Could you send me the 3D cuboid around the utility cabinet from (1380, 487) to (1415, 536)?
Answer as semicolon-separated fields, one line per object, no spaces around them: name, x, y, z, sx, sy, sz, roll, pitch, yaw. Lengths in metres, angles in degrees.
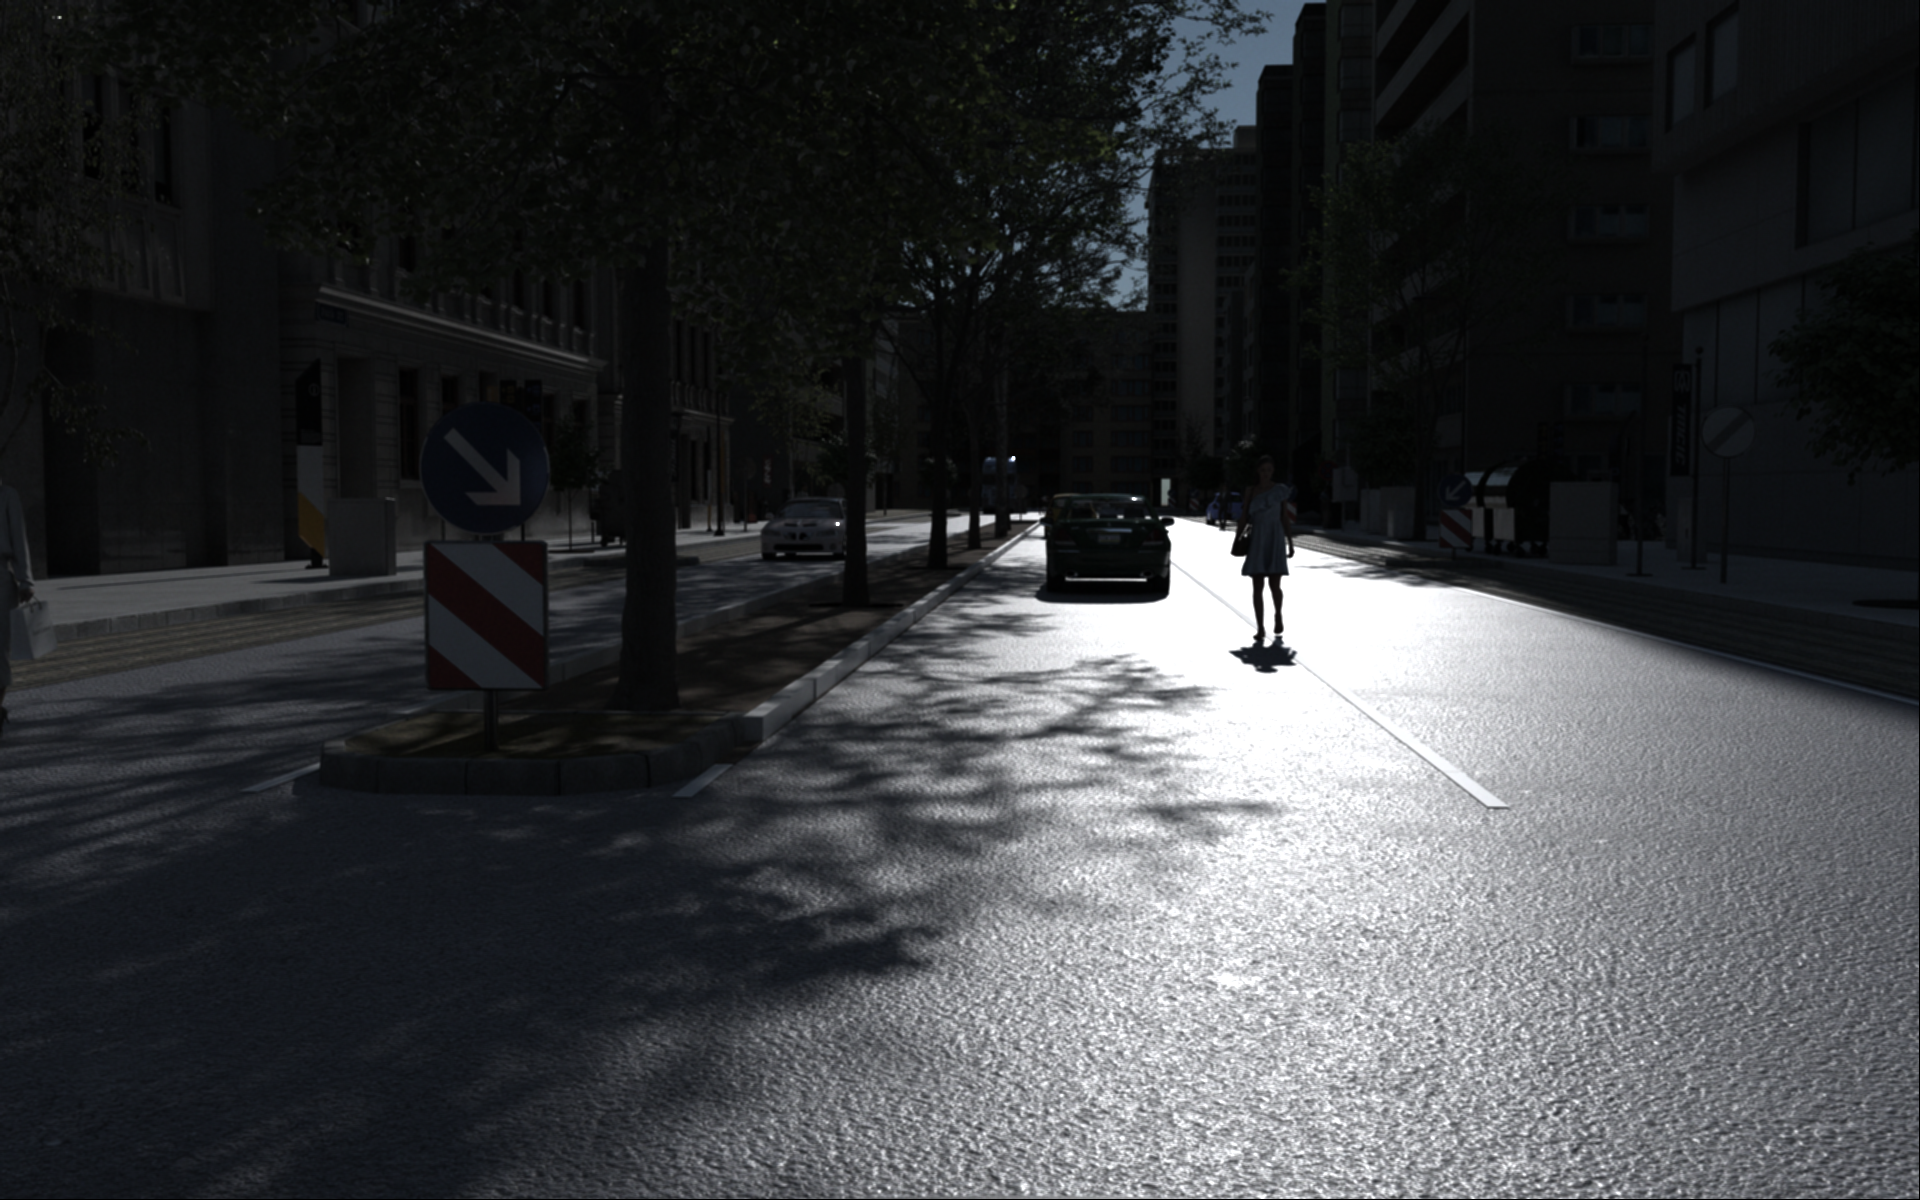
utility cabinet;13.372;-2.684;52.560;1.173;1.500;0.318;2;4;32

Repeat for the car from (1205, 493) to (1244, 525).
car;12.449;-4.364;80.936;1.945;1.707;3.694;0;4;3

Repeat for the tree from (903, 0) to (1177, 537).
tree;0.209;-12.182;57.529;12.611;20.169;13.585;0;3;0

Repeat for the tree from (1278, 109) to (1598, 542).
tree;12.640;-7.395;46.671;9.928;11.665;9.643;0;3;0

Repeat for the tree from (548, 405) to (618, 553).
tree;-8.558;-2.639;37.752;1.663;3.219;1.824;0;3;0

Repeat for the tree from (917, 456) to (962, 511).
tree;-1.467;-10.175;150.082;4.285;4.588;4.351;0;3;0

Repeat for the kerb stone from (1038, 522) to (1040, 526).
kerb stone;3.187;-3.102;72.917;0.120;0.150;1.000;0;4;4

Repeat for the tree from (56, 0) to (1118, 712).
tree;-2.151;-5.565;11.576;7.486;12.596;7.792;0;3;0

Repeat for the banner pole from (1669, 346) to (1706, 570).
banner pole;12.329;-2.407;29.375;0.863;3.779;0.401;-2;4;-27

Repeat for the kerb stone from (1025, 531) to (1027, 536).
kerb stone;2.043;-2.101;56.540;0.120;0.150;1.000;0;4;4

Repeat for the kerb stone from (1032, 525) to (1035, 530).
kerb stone;2.683;-2.664;65.760;0.120;0.150;1.000;0;4;4

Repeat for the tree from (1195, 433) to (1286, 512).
tree;15.619;-6.642;92.314;4.285;4.588;4.351;0;3;0

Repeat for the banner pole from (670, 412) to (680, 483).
banner pole;-7.785;-3.457;46.542;0.401;3.779;0.863;-3;5;-43

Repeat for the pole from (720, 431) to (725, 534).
pole;-7.706;-3.801;55.992;0.158;3.312;0.155;0;3;0

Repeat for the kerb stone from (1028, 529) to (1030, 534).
kerb stone;2.252;-2.287;59.627;0.120;0.150;1.000;0;4;4

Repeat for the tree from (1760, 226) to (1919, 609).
tree;11.037;-2.207;19.796;4.285;4.588;4.351;0;3;0

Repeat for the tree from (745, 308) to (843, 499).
tree;-6.562;-7.186;67.854;4.360;8.622;3.978;0;3;0

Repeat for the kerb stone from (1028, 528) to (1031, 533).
kerb stone;2.329;-2.352;60.647;0.120;0.150;1.000;0;4;4

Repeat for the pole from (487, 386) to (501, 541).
pole;-8.823;-2.383;32.800;0.158;3.312;0.155;0;3;0

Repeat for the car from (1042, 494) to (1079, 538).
car;3.706;-2.901;57.663;2.015;1.641;3.980;0;4;5

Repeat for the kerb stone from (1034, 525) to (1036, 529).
kerb stone;2.755;-2.727;66.781;0.120;0.150;1.000;0;4;4

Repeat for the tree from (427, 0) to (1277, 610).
tree;-1.292;-6.637;21.340;12.009;13.543;11.850;0;3;0

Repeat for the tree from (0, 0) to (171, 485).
tree;-10.468;-4.171;18.553;4.360;8.622;3.978;0;3;0

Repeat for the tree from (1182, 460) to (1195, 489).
tree;18.030;-8.746;126.713;4.285;4.588;4.351;0;3;0

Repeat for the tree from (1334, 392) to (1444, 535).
tree;13.684;-4.376;55.269;4.285;4.588;4.351;0;3;0

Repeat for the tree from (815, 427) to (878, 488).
tree;-5.612;-6.176;84.685;4.285;4.588;4.351;0;3;0

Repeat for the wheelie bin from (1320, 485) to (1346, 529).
wheelie bin;13.630;-3.400;63.490;0.980;1.594;0.693;-1;4;-17

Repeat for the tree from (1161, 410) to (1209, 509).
tree;19.479;-12.083;147.923;4.360;8.622;3.978;0;3;0

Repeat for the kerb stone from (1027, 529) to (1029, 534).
kerb stone;2.184;-2.227;58.601;0.120;0.150;1.000;0;4;4

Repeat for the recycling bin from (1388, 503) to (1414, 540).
recycling bin;12.590;-2.241;49.199;0.722;1.027;0.722;0;4;0

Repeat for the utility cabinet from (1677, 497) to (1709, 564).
utility cabinet;13.702;-1.301;32.430;0.306;1.237;1.020;1;4;8

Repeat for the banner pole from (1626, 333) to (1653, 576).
banner pole;10.734;-2.277;27.246;0.401;3.779;0.863;1;4;22

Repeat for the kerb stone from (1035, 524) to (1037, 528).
kerb stone;2.899;-2.852;68.831;0.120;0.150;1.000;0;4;4

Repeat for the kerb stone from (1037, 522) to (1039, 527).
kerb stone;3.106;-3.040;71.896;0.120;0.150;1.000;0;4;4

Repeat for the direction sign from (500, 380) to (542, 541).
direction sign;-8.705;-2.594;34.414;0.876;3.537;0.379;1;4;11

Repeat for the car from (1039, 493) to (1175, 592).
car;2.274;-0.915;26.754;2.131;1.459;4.920;0;4;4

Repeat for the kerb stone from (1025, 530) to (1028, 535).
kerb stone;2.114;-2.163;57.572;0.120;0.150;1.000;0;4;4

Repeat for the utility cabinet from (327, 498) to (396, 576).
utility cabinet;-9.427;-0.988;27.319;1.020;1.237;0.306;1;4;12

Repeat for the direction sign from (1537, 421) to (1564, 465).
direction sign;18.459;-3.805;54.202;0.379;3.537;0.876;-3;5;-44

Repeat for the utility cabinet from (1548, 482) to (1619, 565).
utility cabinet;11.334;-1.395;31.483;0.318;1.500;1.173;-3;5;-42

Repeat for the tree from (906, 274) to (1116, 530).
tree;1.918;-8.015;67.914;8.767;10.594;7.601;0;4;4

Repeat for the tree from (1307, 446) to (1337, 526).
tree;14.592;-4.605;69.897;1.663;3.219;1.824;0;3;0

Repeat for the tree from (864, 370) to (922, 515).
tree;-4.429;-9.390;103.894;4.737;8.622;4.395;0;3;0

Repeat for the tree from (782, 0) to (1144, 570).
tree;-0.321;-6.373;32.405;9.928;11.665;9.643;0;3;0

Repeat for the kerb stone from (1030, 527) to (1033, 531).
kerb stone;2.477;-2.476;62.695;0.120;0.150;1.000;0;4;4

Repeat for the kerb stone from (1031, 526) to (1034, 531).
kerb stone;2.542;-2.539;63.715;0.120;0.150;1.000;0;4;4

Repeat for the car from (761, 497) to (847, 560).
car;-3.295;-1.647;39.293;2.083;1.381;4.827;0;4;4
